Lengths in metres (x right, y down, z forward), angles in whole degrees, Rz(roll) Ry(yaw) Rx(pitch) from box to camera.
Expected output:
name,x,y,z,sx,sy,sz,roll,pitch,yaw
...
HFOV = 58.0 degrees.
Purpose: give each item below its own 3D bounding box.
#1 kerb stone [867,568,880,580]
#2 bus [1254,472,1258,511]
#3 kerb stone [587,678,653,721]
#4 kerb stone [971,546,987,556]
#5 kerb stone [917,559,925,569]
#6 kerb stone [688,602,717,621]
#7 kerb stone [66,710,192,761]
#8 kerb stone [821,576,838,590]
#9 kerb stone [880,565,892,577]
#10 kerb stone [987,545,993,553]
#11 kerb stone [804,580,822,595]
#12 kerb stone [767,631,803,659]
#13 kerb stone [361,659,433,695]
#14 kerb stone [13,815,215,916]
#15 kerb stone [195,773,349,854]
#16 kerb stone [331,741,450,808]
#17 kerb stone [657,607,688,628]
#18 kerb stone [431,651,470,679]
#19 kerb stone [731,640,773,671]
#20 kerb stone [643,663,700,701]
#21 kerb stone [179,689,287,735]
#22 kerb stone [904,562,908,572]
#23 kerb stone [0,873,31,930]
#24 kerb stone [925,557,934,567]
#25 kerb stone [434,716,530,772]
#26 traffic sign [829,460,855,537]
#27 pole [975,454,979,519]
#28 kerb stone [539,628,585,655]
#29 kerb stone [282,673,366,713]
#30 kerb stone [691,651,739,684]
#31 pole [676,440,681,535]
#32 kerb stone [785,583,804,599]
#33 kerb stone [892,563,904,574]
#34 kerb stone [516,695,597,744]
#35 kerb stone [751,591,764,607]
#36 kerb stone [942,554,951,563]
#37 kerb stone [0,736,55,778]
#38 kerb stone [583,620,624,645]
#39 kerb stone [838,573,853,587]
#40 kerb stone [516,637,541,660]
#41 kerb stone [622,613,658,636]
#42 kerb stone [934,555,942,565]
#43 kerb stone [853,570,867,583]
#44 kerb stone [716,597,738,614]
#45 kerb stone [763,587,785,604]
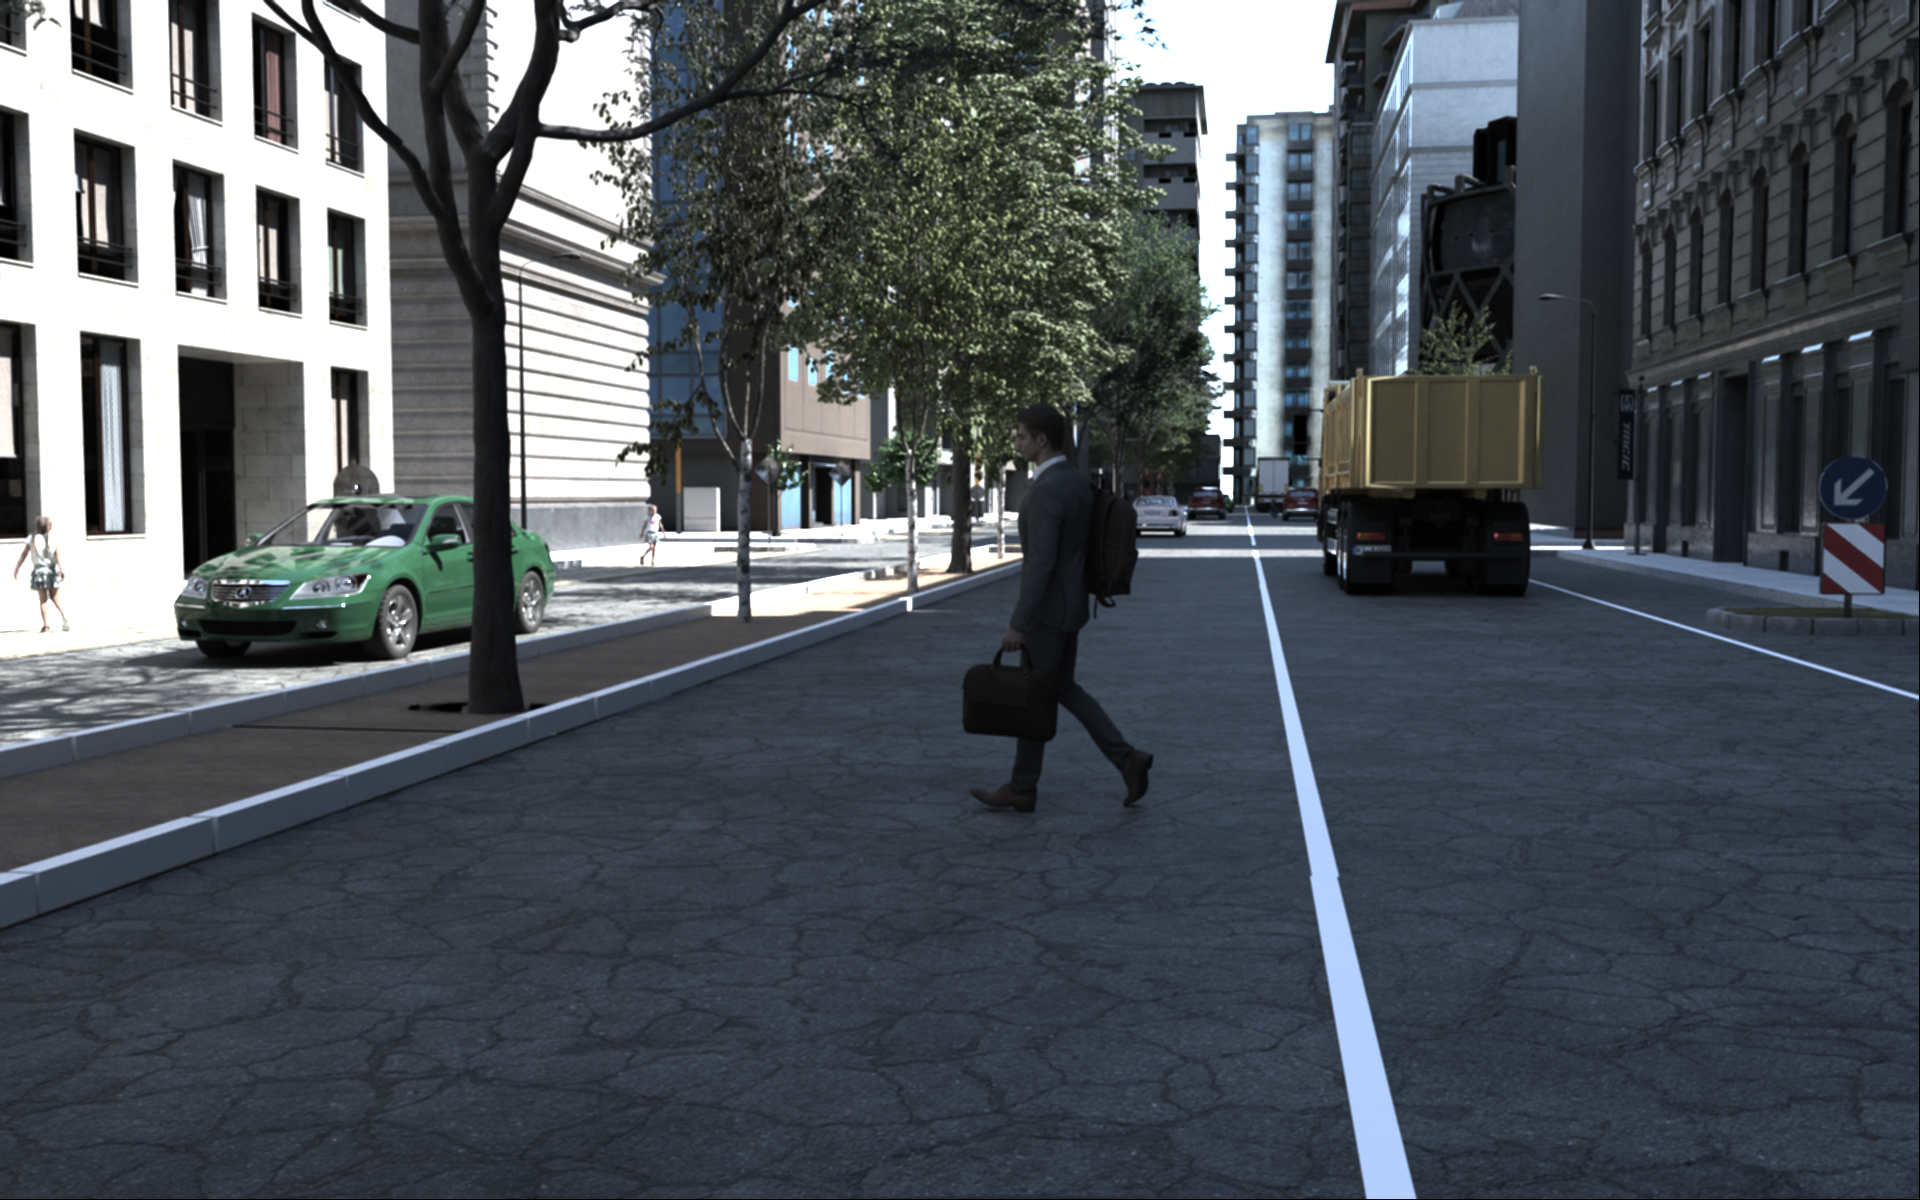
name,x,y,z,sx,sy,sz,roll,pitch,yaw
kerb stone,-1.549,-0.410,28.963,0.120,0.150,1.000,1,4,9
bus,27.188,-9.787,151.559,2.896,3.916,12.252,1,4,10
kerb stone,-2.270,0.658,11.443,0.120,0.150,1.000,1,4,9
kerb stone,0.447,-1.157,41.112,0.120,0.150,1.000,1,4,9
kerb stone,-0.872,-0.658,33.008,0.120,0.150,1.000,1,4,9
kerb stone,-3.024,0.150,19.849,0.120,0.150,1.000,1,4,9
kerb stone,-4.685,0.768,9.728,0.120,0.150,1.000,1,4,9
kerb stone,-2.035,-0.228,25.920,0.120,0.150,1.000,1,4,9
kerb stone,-1.372,-0.476,29.975,0.120,0.150,1.000,1,4,9
kerb stone,0.616,-1.216,42.127,0.120,0.150,1.000,1,4,9
kerb stone,-2.200,-0.165,24.906,0.120,0.150,1.000,1,4,9
kerb stone,-1.614,0.411,15.479,0.120,0.150,1.000,1,4,9
kerb stone,-4.194,0.577,12.761,0.120,0.150,1.000,1,4,9
kerb stone,-3.102,0.968,6.381,0.120,0.150,1.000,1,4,9
kerb stone,-2.929,0.906,7.388,0.120,0.150,1.000,1,4,9
kerb stone,-2.768,0.844,8.397,0.120,0.150,1.000,1,4,9
kerb stone,-3.197,0.206,18.832,0.120,0.150,1.000,1,4,9
kerb stone,-4.021,0.519,13.768,0.120,0.150,1.000,1,4,9
kerb stone,-1.776,0.473,14.470,0.120,0.150,1.000,1,4,9
kerb stone,-2.102,0.596,12.452,0.120,0.150,1.000,1,4,9
kerb stone,-4.520,0.701,10.739,0.120,0.150,1.000,1,4,9
kerb stone,-1.039,-0.599,32.000,0.120,0.150,1.000,1,4,9
kerb stone,-3.263,1.029,5.371,0.120,0.150,1.000,1,4,9
kerb stone,-0.711,-0.723,34.018,0.120,0.150,1.000,1,4,9
kerb stone,-2.611,0.782,9.410,0.120,0.150,1.000,1,4,9
traffic sign,-3.529,-2.931,51.567,0.795,2.450,0.064,1,4,9
pole,0.875,-5.722,87.401,0.158,3.312,0.155,0,3,0
kerb stone,-3.690,0.392,15.798,0.120,0.150,1.000,1,4,9
kerb stone,-4.358,0.639,11.752,0.120,0.150,1.000,1,4,9
kerb stone,-1.944,0.534,13.461,0.120,0.150,1.000,1,4,9
pole,-8.924,-3.733,54.881,0.158,3.312,0.155,0,3,0
kerb stone,-2.366,-0.104,23.891,0.120,0.150,1.000,1,4,9
kerb stone,-1.212,-0.534,30.985,0.120,0.150,1.000,1,4,9
kerb stone,-2.446,0.720,10.431,0.120,0.150,1.000,1,4,9
kerb stone,-2.699,0.022,21.867,0.120,0.150,1.000,1,4,9
kerb stone,-0.377,-0.843,36.046,0.120,0.150,1.000,1,4,9
kerb stone,-4.852,0.829,8.706,0.120,0.150,1.000,1,4,9
kerb stone,-3.522,0.330,16.806,0.120,0.150,1.000,1,4,9
kerb stone,-1.872,-0.290,26.931,0.120,0.150,1.000,1,4,9
kerb stone,-3.858,0.454,14.777,0.120,0.150,1.000,1,4,9
kerb stone,-3.356,0.270,17.821,0.120,0.150,1.000,1,4,9
kerb stone,-0.553,-0.785,35.028,0.120,0.150,1.000,1,4,9
kerb stone,-1.712,-0.352,27.954,0.120,0.150,1.000,1,4,9
kerb stone,-2.864,0.090,20.859,0.120,0.150,1.000,1,4,9
kerb stone,-2.534,-0.042,22.883,0.120,0.150,1.000,1,4,9
